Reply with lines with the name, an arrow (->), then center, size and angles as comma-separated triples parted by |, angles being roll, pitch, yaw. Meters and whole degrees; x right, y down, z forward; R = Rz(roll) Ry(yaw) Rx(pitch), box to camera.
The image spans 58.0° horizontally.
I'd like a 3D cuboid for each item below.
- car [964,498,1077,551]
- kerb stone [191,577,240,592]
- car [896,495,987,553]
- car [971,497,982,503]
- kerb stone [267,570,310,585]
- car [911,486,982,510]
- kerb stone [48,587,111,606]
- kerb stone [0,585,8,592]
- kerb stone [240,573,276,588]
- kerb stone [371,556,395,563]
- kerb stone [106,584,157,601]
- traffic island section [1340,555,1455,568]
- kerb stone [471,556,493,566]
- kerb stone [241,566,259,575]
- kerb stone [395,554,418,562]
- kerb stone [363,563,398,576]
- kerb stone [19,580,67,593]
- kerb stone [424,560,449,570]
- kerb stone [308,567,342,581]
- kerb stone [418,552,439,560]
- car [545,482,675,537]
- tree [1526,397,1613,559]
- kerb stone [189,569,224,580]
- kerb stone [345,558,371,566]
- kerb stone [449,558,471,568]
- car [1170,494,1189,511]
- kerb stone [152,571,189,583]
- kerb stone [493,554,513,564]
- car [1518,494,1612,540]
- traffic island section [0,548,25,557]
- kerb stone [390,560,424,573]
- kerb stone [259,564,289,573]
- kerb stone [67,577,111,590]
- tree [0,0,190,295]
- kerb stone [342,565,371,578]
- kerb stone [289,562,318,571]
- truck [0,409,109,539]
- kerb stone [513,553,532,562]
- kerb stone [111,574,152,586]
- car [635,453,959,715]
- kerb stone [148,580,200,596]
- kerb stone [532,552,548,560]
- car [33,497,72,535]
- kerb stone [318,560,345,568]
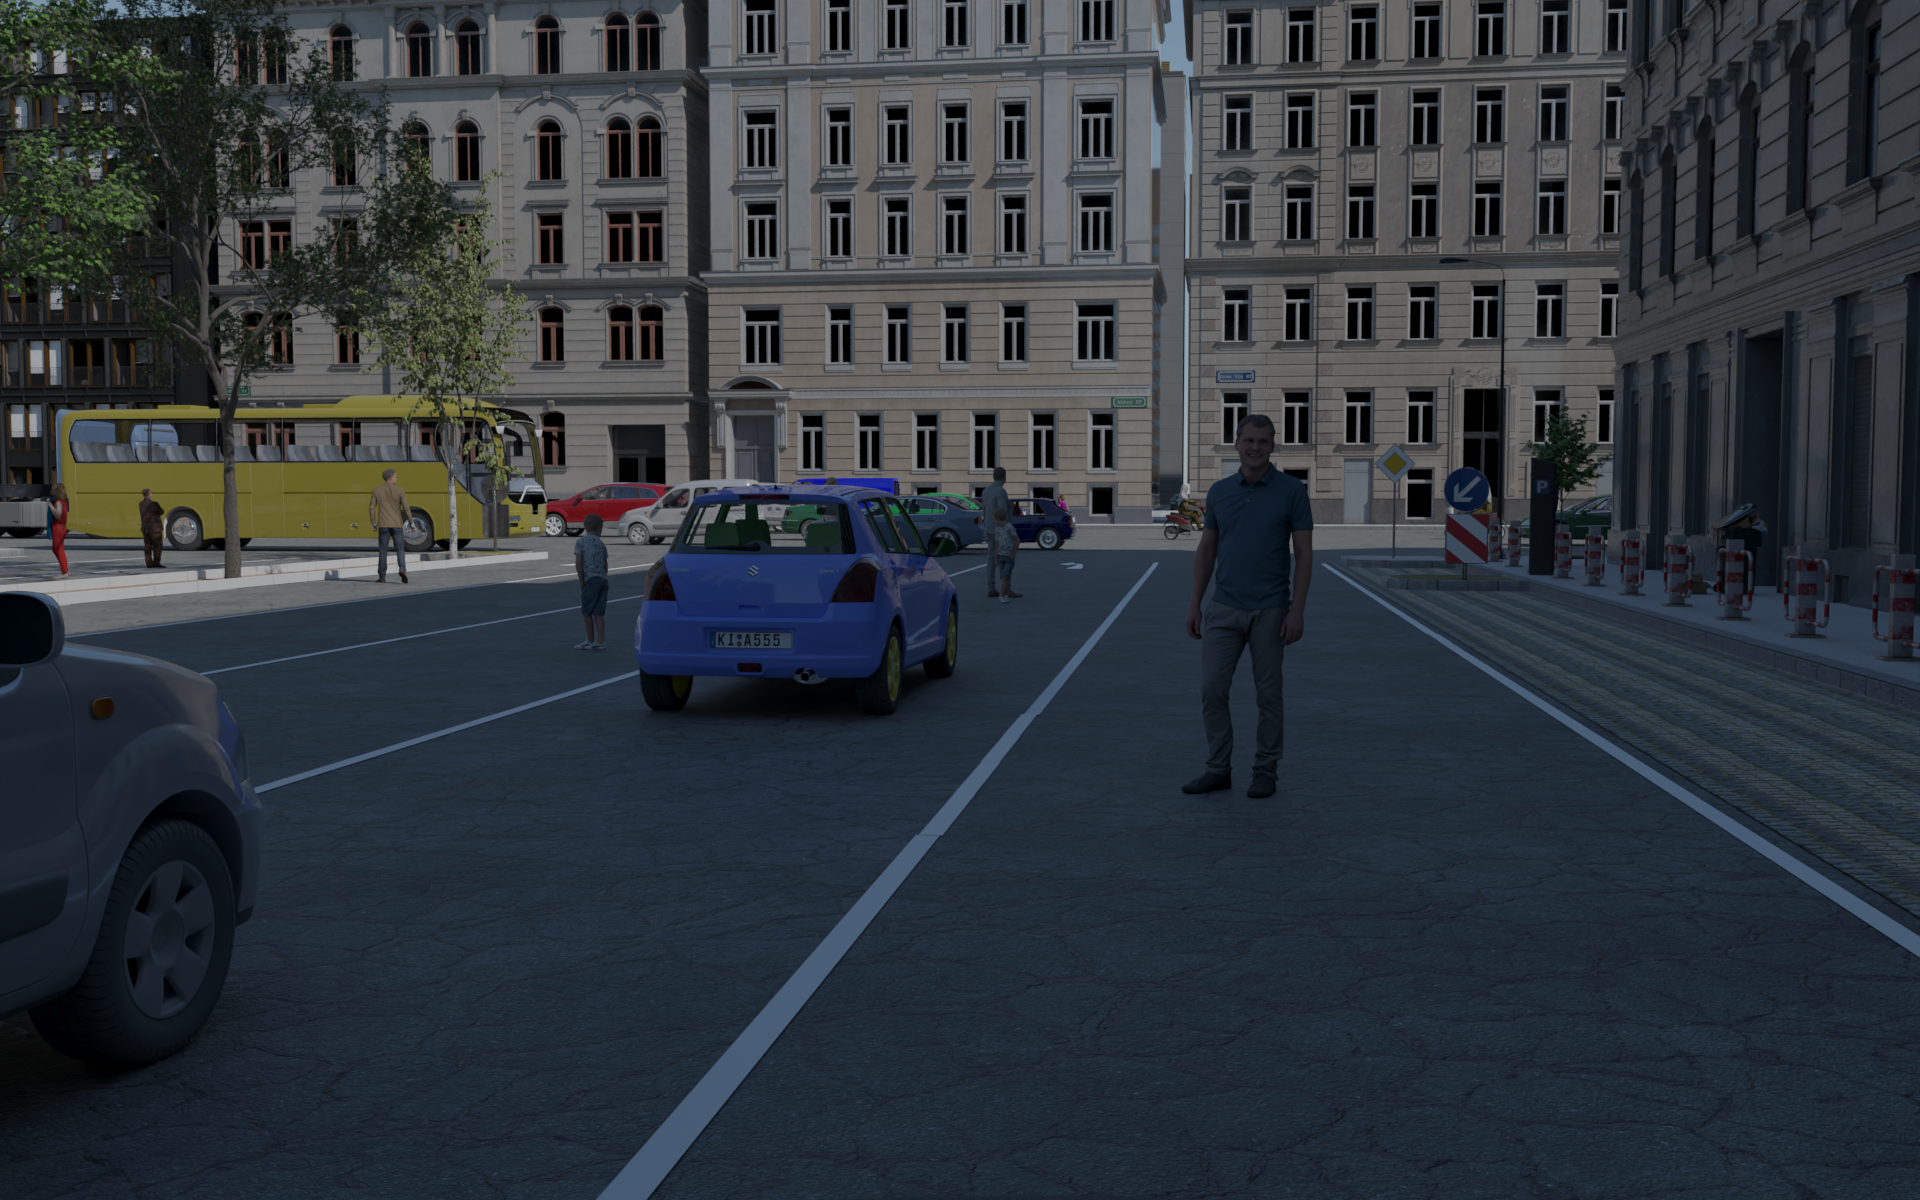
car -> 1.079, -1.979, 44.939 | 3.894, 1.354, 1.945 | 1, 4, 8
kerb stone -> -11.083, -0.218, 25.758 | 0.120, 0.150, 1.000 | 1, 4, 8
car -> -1.508, -1.811, 41.618 | 4.499, 1.417, 2.014 | 0, 4, 7
car -> 0.327, -2.821, 58.702 | 3.894, 1.354, 1.945 | 0, 4, 8
kerb stone -> -10.795, -0.343, 27.803 | 0.120, 0.150, 1.000 | 1, 4, 8
car -> -0.192, -2.574, 50.888 | 4.718, 1.807, 1.959 | 1, 4, 9
kerb stone -> -11.536, -0.030, 22.704 | 0.120, 0.150, 1.000 | 1, 4, 8
kerb stone -> -13.472, -0.110, 24.001 | 0.120, 0.150, 1.000 | 1, 4, 8
kerb stone -> -10.946, -0.281, 26.782 | 0.120, 0.150, 1.000 | 1, 4, 8
kerb stone -> -11.827, -0.791, 35.210 | 0.120, 0.150, 1.000 | 1, 4, 8
kerb stone -> -11.399, -0.085, 23.722 | 0.120, 0.150, 1.000 | 1, 4, 8
traffic island section -> 8.707, -0.760, 34.707 | 2.009, 0.180, 2.903 | 1, 4, 8
kerb stone -> -9.739, -0.780, 34.947 | 0.120, 0.150, 1.000 | 1, 4, 8
kerb stone -> -12.568, -0.483, 30.109 | 0.120, 0.150, 1.000 | 1, 4, 8
kerb stone -> -11.670, -0.857, 36.225 | 0.120, 0.150, 1.000 | 1, 4, 8
kerb stone -> -10.345, -0.528, 30.871 | 0.120, 0.150, 1.000 | 1, 4, 8
kerb stone -> -13.318, -0.172, 25.021 | 0.120, 0.150, 1.000 | 1, 4, 8
kerb stone -> -10.043, -0.655, 32.910 | 0.120, 0.150, 1.000 | 1, 4, 8
kerb stone -> -10.639, -0.402, 28.824 | 0.120, 0.150, 1.000 | 1, 4, 8
kerb stone -> -11.527, -0.914, 37.243 | 0.120, 0.150, 1.000 | 1, 4, 8
car -> -11.671, -3.013, 57.941 | 5.304, 1.827, 2.281 | 0, 4, 8
tree -> 12.127, -2.439, 34.478 | 1.663, 3.219, 1.824 | 0, 3, 0
kerb stone -> -12.729, -0.422, 29.094 | 0.120, 0.150, 1.000 | 1, 4, 8
kerb stone -> -11.969, -0.734, 34.188 | 0.120, 0.150, 1.000 | 1, 4, 8
kerb stone -> -9.894, -0.714, 33.927 | 0.120, 0.150, 1.000 | 1, 4, 8
car -> 19.024, -8.352, 148.346 | 2.131, 1.459, 4.920 | 1, 4, 10
kerb stone -> -12.883, -0.357, 28.078 | 0.120, 0.150, 1.000 | 1, 4, 8
kerb stone -> -9.596, -0.842, 35.965 | 0.120, 0.150, 1.000 | 1, 4, 8
car -> 17.999, -2.236, 48.358 | 4.920, 1.459, 2.131 | 1, 4, 9
traffic island section -> -22.747, -1.042, 39.317 | 2.009, 0.180, 2.903 | 1, 4, 8
kerb stone -> -10.195, -0.593, 31.893 | 0.120, 0.150, 1.000 | 1, 4, 8
kerb stone -> -12.419, -0.541, 31.128 | 0.120, 0.150, 1.000 | 1, 4, 8
kerb stone -> -13.172, -0.235, 26.038 | 0.120, 0.150, 1.000 | 1, 4, 8
tree -> -12.660, -5.576, 19.375 | 9.928, 11.665, 9.643 | 0, 3, 0
kerb stone -> -10.488, -0.464, 29.853 | 0.120, 0.150, 1.000 | 1, 4, 8
kerb stone -> -12.275, -0.609, 32.149 | 0.120, 0.150, 1.000 | 1, 4, 8
truck -> -34.141, -4.092, 56.666 | 18.799, 4.110, 2.967 | 0, 4, 7
kerb stone -> -9.439, -0.904, 36.980 | 0.120, 0.150, 1.000 | 1, 4, 8
kerb stone -> -13.020, -0.297, 27.059 | 0.120, 0.150, 1.000 | 1, 4, 8
car -> -1.043, -0.187, 12.647 | 1.945, 1.707, 3.694 | 1, 4, 9
kerb stone -> -11.240, -0.156, 24.740 | 0.120, 0.150, 1.000 | 1, 4, 8
kerb stone -> -9.289, -0.959, 37.997 | 0.120, 0.150, 1.000 | 1, 4, 8
car -> -30.703, -3.116, 60.728 | 4.222, 1.686, 2.009 | 0, 4, 7
kerb stone -> -12.122, -0.671, 33.165 | 0.120, 0.150, 1.000 | 1, 4, 8
